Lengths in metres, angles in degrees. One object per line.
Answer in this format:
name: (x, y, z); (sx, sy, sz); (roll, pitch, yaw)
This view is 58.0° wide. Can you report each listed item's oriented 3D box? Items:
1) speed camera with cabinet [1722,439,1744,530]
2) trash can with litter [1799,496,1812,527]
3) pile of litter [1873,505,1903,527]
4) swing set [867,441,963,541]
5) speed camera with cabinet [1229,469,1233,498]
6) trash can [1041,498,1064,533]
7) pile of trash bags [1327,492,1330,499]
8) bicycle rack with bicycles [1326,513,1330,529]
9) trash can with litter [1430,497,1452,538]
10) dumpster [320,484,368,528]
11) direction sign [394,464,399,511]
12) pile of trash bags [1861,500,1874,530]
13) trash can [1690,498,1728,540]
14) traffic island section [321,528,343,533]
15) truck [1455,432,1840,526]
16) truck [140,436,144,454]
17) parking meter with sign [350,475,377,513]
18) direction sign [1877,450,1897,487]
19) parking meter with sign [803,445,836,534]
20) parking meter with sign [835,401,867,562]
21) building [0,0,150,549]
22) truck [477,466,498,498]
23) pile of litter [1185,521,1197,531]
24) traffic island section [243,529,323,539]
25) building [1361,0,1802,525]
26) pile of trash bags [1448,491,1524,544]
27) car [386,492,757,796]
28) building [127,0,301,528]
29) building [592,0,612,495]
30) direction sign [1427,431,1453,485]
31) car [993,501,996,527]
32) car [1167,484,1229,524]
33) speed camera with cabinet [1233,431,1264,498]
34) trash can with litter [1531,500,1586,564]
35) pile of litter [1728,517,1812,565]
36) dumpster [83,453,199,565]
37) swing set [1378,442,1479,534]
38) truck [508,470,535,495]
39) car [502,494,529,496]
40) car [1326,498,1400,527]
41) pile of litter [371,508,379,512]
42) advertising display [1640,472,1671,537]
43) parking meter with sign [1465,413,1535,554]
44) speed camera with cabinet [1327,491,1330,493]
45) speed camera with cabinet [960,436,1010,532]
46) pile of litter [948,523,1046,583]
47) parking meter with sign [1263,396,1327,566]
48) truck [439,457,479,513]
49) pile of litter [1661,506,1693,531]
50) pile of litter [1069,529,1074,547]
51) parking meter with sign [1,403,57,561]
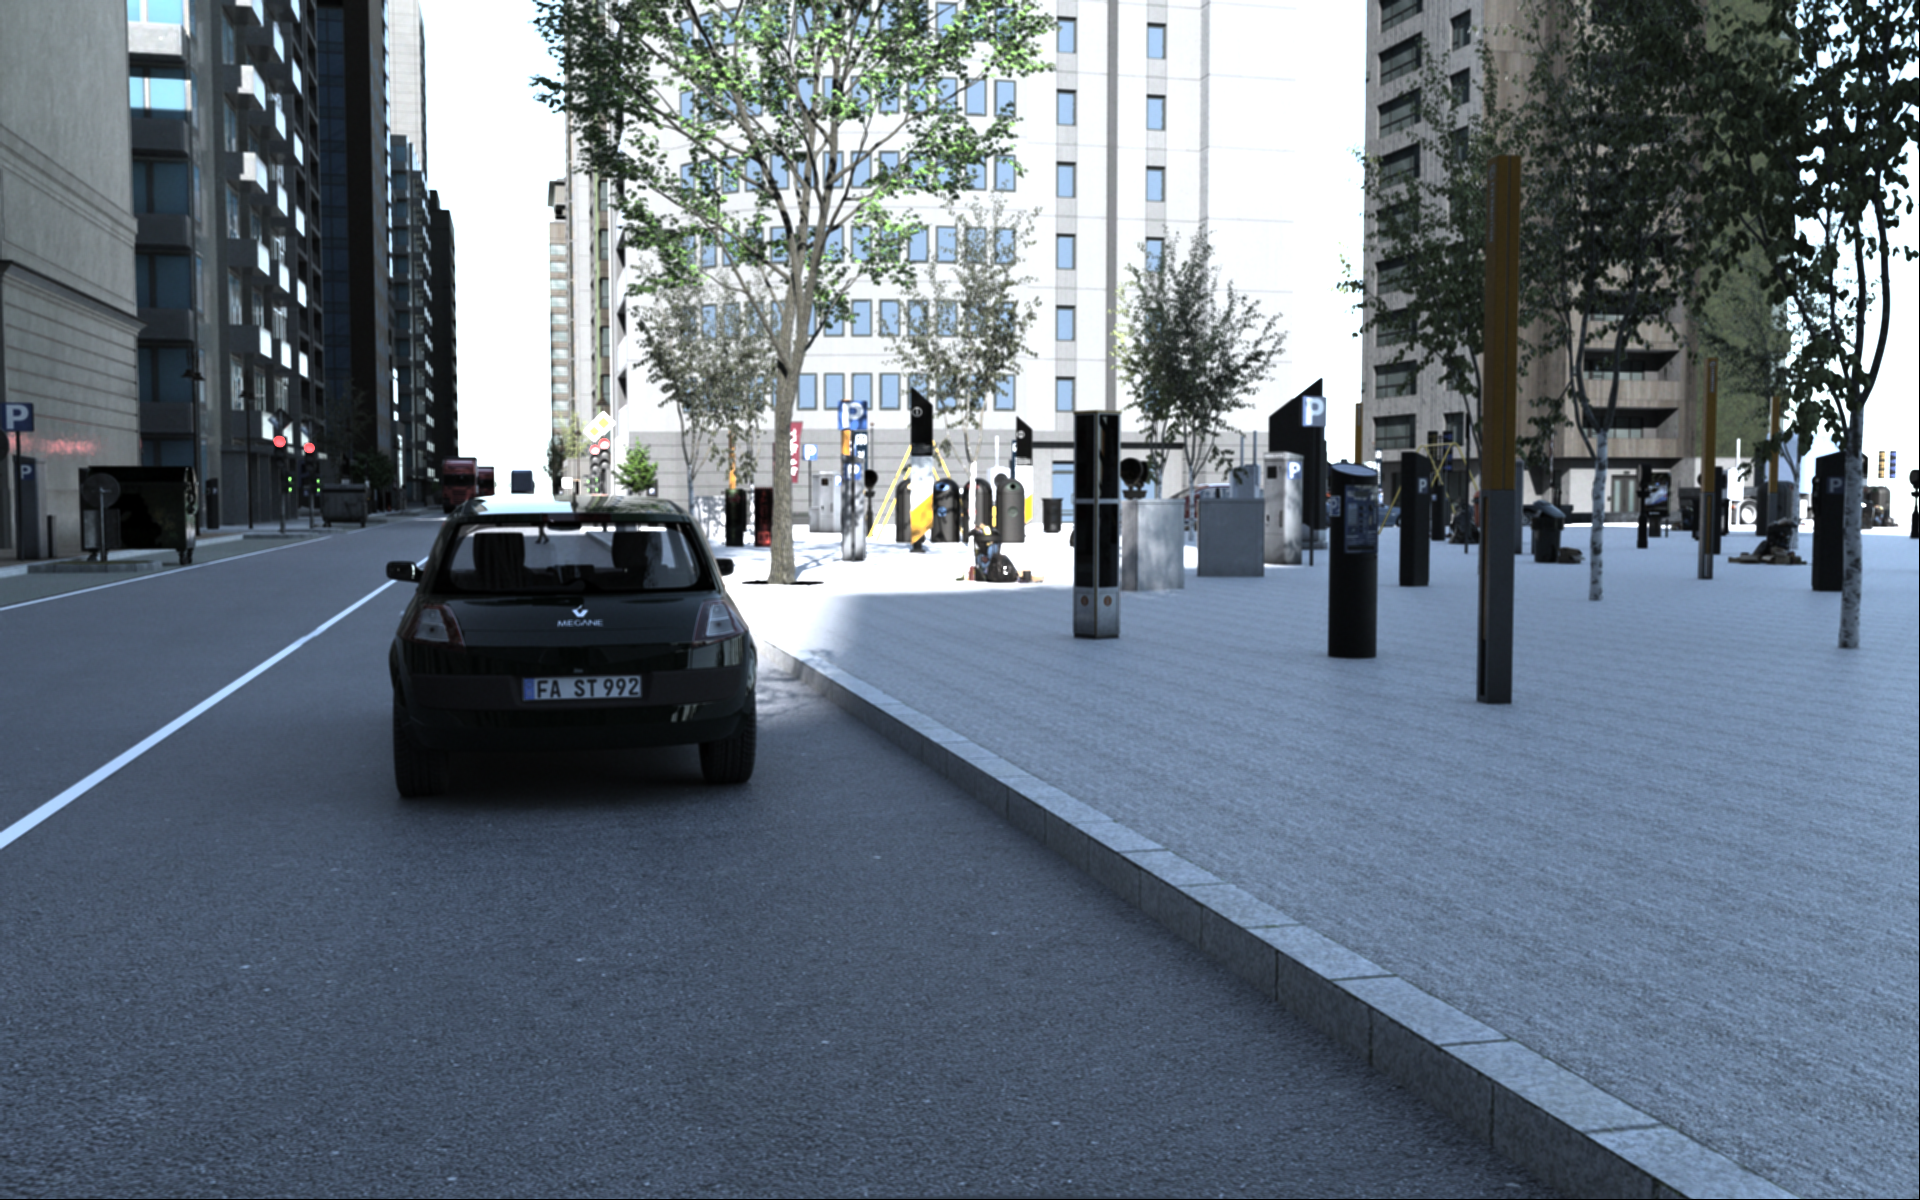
speed camera with cabinet: (27.731, -4.190, 62.849); (0.660, 3.252, 2.038); (0, 4, 2)
trash can with litter: (33.755, -3.558, 69.236); (2.233, 1.210, 1.678); (-1, 4, -20)
pile of litter: (35.516, -3.247, 67.056); (1.176, 0.858, 1.719); (-3, 5, -44)
swing set: (-1.072, -3.110, 48.474); (2.862, 2.851, 3.119); (0, 4, -7)
speed camera with cabinet: (10.284, -3.972, 59.271); (2.038, 3.252, 0.660); (0, 4, -3)
trash can: (3.018, -2.751, 56.630); (0.748, 1.137, 0.748); (0, 3, 0)
pile of trash bags: (32.160, -8.855, 154.539); (3.447, 1.369, 1.912); (1, 4, 15)
bicycle rack with bicycles: (12.081, -2.973, 61.992); (2.925, 0.926, 2.852); (-2, 4, -24)
trash can with litter: (14.513, -2.421, 50.636); (2.233, 1.210, 1.678); (0, 4, -1)
dumpster: (-26.027, -3.979, 73.277); (1.865, 1.857, 1.264); (-1, 4, -13)
direction sign: (-42.654, -8.500, 130.967); (0.379, 3.537, 0.876); (-2, 4, -26)
pile of trash bags: (31.886, -3.224, 62.471); (1.912, 1.369, 3.447); (2, 4, 31)
trash can: (20.615, -2.221, 47.962); (0.748, 1.137, 0.748); (0, 3, 0)
traffic island section: (-24.054, -2.567, 64.244); (2.009, 0.180, 2.903); (-1, 4, -14)
truck: (29.866, -5.093, 73.027); (18.799, 4.110, 2.967); (-1, 4, -15)
truck: (-32.502, -4.187, 57.377); (11.283, 4.237, 2.839); (-1, 4, -12)
parking meter with sign: (-41.005, -7.508, 119.019); (1.738, 3.016, 0.543); (-1, 4, -18)
direction sign: (47.896, -5.965, 89.524); (0.876, 3.537, 0.379); (1, 4, 14)
parking meter with sign: (-4.215, -3.685, 56.509); (1.738, 3.016, 0.543); (3, 4, 37)
parking meter with sign: (-2.024, -2.264, 33.275); (0.543, 3.016, 1.738); (0, 4, -1)
building: (-37.765, -12.852, 43.407); (30.059, 22.955, 16.112); (-1, 4, -14)
truck: (-48.307, -11.387, 175.083); (2.839, 4.237, 11.283); (-1, 4, -16)
pile of litter: (8.276, -2.855, 60.639); (1.176, 0.858, 1.719); (0, 4, 7)
traffic island section: (-22.106, -2.093, 56.499); (2.009, 0.180, 2.903); (-1, 4, -14)
building: (28.357, -18.927, 81.155); (14.107, 30.474, 14.160); (-1, 4, -14)
pile of trash bags: (13.518, -2.132, 44.616); (1.912, 1.369, 3.447); (1, 4, 19)
car: (-2.210, 0.002, 9.752); (2.009, 1.686, 4.222); (-1, 4, -14)
building: (-41.338, -27.841, 74.801); (23.786, 49.044, 30.456); (-1, 4, -14)
building: (-13.692, -20.001, 98.715); (14.160, 30.474, 14.107); (-1, 4, -14)
direction sign: (17.268, -4.303, 62.358); (0.876, 3.537, 0.379); (0, 4, 7)
car: (0.453, -3.508, 67.575); (3.980, 1.641, 2.015); (-1, 4, -13)
car: (9.540, -3.613, 67.753); (5.304, 1.827, 2.281); (-1, 4, -15)
speed camera with cabinet: (9.311, -3.699, 54.807); (0.660, 3.252, 2.038); (2, 4, 24)
trash can with litter: (11.182, -1.279, 32.292); (0.624, 1.170, 1.055); (-2, 4, -33)
pile of litter: (14.958, -1.101, 31.966); (1.176, 0.858, 1.719); (0, 4, -4)
dumpster: (-16.409, -1.822, 34.735); (1.985, 2.255, 1.502); (-1, 4, -15)
swing set: (14.884, -3.439, 53.852); (2.862, 2.851, 3.119); (0, 4, -4)
truck: (-46.621, -11.938, 184.941); (2.967, 4.110, 18.799); (-1, 4, -15)
car: (-19.778, -4.000, 77.202); (2.131, 1.459, 4.920); (-1, 4, -15)
car: (16.487, -3.614, 71.094); (4.499, 1.417, 2.014); (-1, 4, -12)
pile of litter: (-42.170, -6.682, 123.213); (1.719, 0.858, 1.176); (-1, 4, -22)
advertising display: (20.734, -2.840, 51.643); (0.123, 1.923, 0.974); (-2, 4, -30)
parking meter with sign: (11.725, -2.497, 37.085); (1.738, 3.016, 0.543); (1, 4, 19)
speed camera with cabinet: (23.353, -6.833, 106.053); (2.038, 3.252, 0.660); (-2, 4, -27)
speed camera with cabinet: (0.661, -3.955, 58.996); (2.038, 3.252, 0.660); (-1, 4, -17)
pile of litter: (0.551, -0.707, 25.530); (1.176, 0.858, 1.719); (-2, 4, -27)
parking meter with sign: (5.909, -2.162, 31.607); (0.543, 3.016, 1.738); (-2, 4, -27)
truck: (-38.067, -8.754, 132.040); (2.839, 4.237, 11.283); (-1, 4, -15)
pile of litter: (25.499, -2.864, 60.791); (1.719, 0.858, 1.176); (3, 4, 37)
pile of litter: (3.289, -1.723, 42.135); (1.176, 0.858, 1.719); (3, 5, 40)
parking meter with sign: (-18.164, -2.302, 33.896); (0.543, 3.016, 1.738); (-1, 4, -13)
